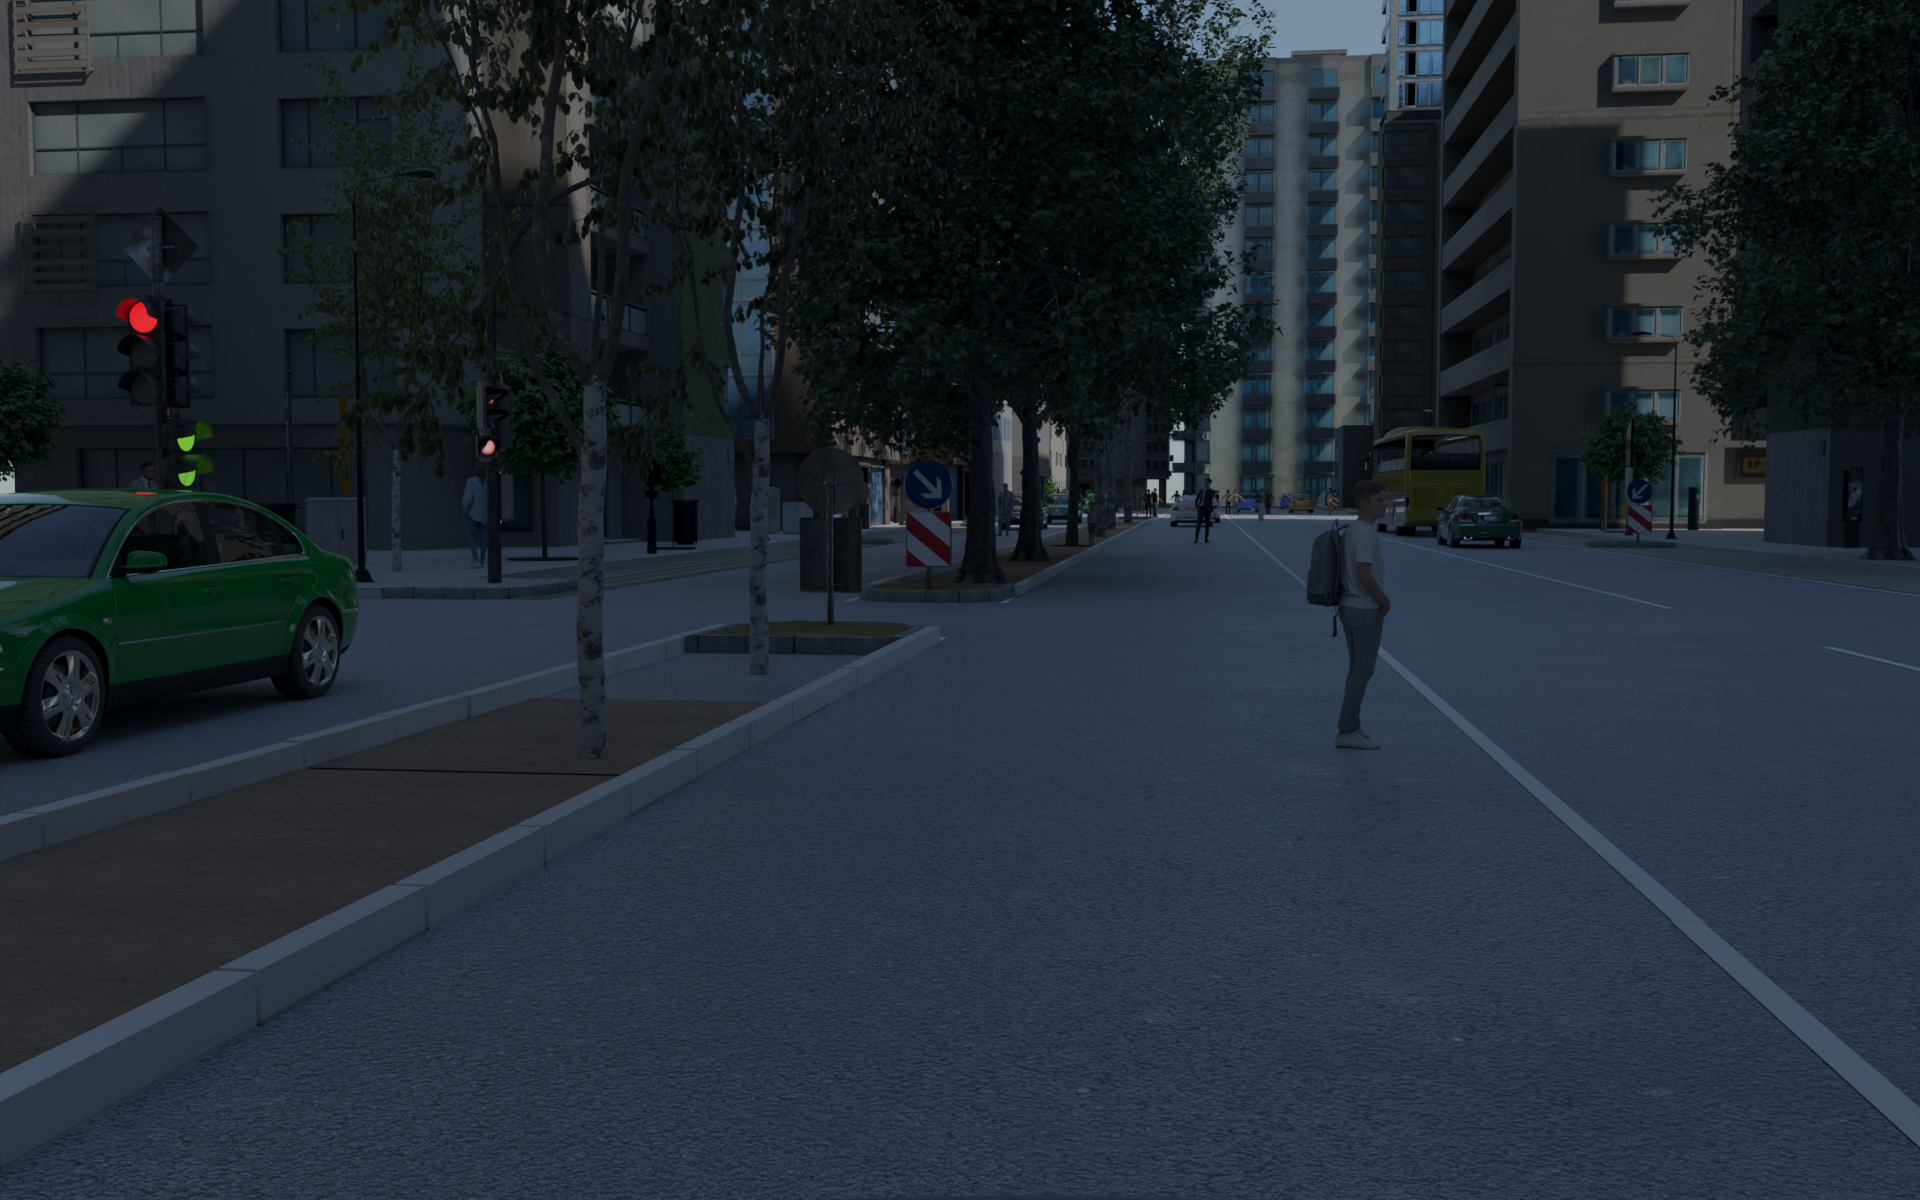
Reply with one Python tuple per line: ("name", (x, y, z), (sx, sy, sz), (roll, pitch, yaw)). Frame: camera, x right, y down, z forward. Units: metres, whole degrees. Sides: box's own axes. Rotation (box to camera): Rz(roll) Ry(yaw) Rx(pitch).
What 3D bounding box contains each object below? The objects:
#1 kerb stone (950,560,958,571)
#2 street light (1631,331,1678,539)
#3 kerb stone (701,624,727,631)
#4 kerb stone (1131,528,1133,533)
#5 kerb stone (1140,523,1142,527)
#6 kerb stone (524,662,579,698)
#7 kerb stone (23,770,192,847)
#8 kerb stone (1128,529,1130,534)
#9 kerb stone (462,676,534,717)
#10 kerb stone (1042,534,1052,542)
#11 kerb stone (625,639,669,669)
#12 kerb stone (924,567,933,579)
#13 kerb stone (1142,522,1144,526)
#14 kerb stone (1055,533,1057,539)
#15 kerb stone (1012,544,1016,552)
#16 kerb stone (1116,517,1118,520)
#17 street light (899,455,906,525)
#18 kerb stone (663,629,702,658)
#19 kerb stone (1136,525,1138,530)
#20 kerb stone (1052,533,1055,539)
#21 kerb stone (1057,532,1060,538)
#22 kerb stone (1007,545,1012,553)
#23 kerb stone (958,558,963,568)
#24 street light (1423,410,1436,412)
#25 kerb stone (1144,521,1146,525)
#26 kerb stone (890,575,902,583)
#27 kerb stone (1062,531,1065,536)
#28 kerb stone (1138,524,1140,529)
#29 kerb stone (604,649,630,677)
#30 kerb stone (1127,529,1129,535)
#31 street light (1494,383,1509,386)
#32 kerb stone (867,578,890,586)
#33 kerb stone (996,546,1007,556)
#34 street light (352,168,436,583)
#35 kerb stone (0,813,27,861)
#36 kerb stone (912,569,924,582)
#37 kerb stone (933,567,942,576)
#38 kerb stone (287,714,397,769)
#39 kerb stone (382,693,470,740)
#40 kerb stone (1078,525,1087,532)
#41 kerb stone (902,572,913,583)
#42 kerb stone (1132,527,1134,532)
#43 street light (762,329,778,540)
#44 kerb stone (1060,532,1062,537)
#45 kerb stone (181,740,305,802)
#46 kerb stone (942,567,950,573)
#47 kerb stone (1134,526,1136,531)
("kerb stone", (-0.212, -0.623, 32.389), (0.120, 0.150, 1.000), (0, 4, 8))
("street light", (19.792, -4.701, 49.399), (1.470, 5.913, 1.316), (0, 4, 8))
("kerb stone", (-2.398, 0.342, 16.618), (0.120, 0.150, 1.000), (0, 4, 8))
("kerb stone", (5.966, -2.406, 61.540), (0.120, 0.150, 1.000), (0, 4, 8))
("kerb stone", (7.234, -2.966, 70.689), (0.120, 0.150, 1.000), (0, 4, 8))
("kerb stone", (-2.974, 0.589, 12.562), (0.120, 0.150, 1.000), (0, 4, 8))
("kerb stone", (-3.675, 0.900, 7.481), (0.120, 0.150, 1.000), (0, 4, 8))
("kerb stone", (5.685, -2.282, 59.506), (0.120, 0.150, 1.000), (0, 4, 8))
("kerb stone", (-3.107, 0.651, 11.547), (0.120, 0.150, 1.000), (0, 4, 8))
("kerb stone", (2.610, -1.857, 52.679), (0.120, 0.150, 1.000), (0, 4, 8))
("kerb stone", (-2.689, 0.465, 14.595), (0.120, 0.150, 1.000), (0, 4, 8))
("kerb stone", (-0.628, -0.437, 29.342), (0.120, 0.150, 1.000), (0, 4, 8))
("kerb stone", (7.521, -3.090, 72.713), (0.120, 0.150, 1.000), (0, 4, 8))
("kerb stone", (2.896, -1.989, 54.708), (0.120, 0.150, 1.000), (0, 4, 8))
("kerb stone", (1.201, -1.244, 42.537), (0.120, 0.150, 1.000), (0, 4, 8))
("kerb stone", (8.824, -4.595, 97.366), (0.120, 0.150, 1.000), (0, 4, 8))
("street light", (-1.821, -5.998, 70.602), (1.470, 5.913, 1.316), (0, 4, 8))
("kerb stone", (-2.547, 0.403, 15.607), (0.120, 0.150, 1.000), (0, 4, 8))
("kerb stone", (6.670, -2.717, 66.621), (0.120, 0.150, 1.000), (0, 4, 8))
("kerb stone", (2.761, -1.926, 53.689), (0.120, 0.150, 1.000), (0, 4, 8))
("kerb stone", (3.039, -2.050, 55.728), (0.120, 0.150, 1.000), (0, 4, 8))
("kerb stone", (1.062, -1.182, 41.522), (0.120, 0.150, 1.000), (0, 4, 8))
("kerb stone", (-0.069, -0.684, 33.407), (0.120, 0.150, 1.000), (0, 4, 8))
("street light", (26.201, -7.526, 95.587), (1.470, 5.913, 1.316), (0, 4, 8))
("kerb stone", (7.944, -3.276, 75.758), (0.120, 0.150, 1.000), (0, 4, 8))
("kerb stone", (-1.062, -0.250, 26.289), (0.120, 0.150, 1.000), (0, 4, 8))
("kerb stone", (3.322, -2.172, 57.754), (0.120, 0.150, 1.000), (0, 4, 8))
("kerb stone", (6.956, -2.841, 68.651), (0.120, 0.150, 1.000), (0, 4, 8))
("kerb stone", (-2.827, 0.527, 13.583), (0.120, 0.150, 1.000), (0, 4, 8))
("kerb stone", (5.544, -2.219, 58.494), (0.120, 0.150, 1.000), (0, 4, 8))
("street light", (23.099, -6.131, 72.779), (1.470, 5.913, 1.316), (0, 4, 8))
("kerb stone", (-1.202, -0.188, 25.276), (0.120, 0.150, 1.000), (0, 4, 8))
("kerb stone", (0.925, -1.120, 40.504), (0.120, 0.150, 1.000), (0, 4, 8))
("street light", (-8.170, -3.205, 24.944), (1.470, 5.913, 1.316), (0, 4, 8))
("kerb stone", (-3.818, 0.963, 6.469), (0.120, 0.150, 1.000), (0, 4, 8))
("kerb stone", (-0.775, -0.371, 28.330), (0.120, 0.150, 1.000), (0, 4, 8))
("kerb stone", (-0.491, -0.499, 30.356), (0.120, 0.150, 1.000), (0, 4, 8))
("kerb stone", (-3.392, 0.776, 9.510), (0.120, 0.150, 1.000), (0, 4, 8))
("kerb stone", (-3.263, 0.713, 10.537), (0.120, 0.150, 1.000), (0, 4, 8))
("kerb stone", (4.873, -2.854, 68.909), (0.120, 0.150, 1.000), (0, 4, 8))
("kerb stone", (-0.918, -0.303, 27.311), (0.120, 0.150, 1.000), (0, 4, 8))
("kerb stone", (6.104, -2.469, 62.559), (0.120, 0.150, 1.000), (0, 4, 8))
("street light", (-4.901, -4.599, 47.729), (1.470, 5.913, 1.316), (0, 4, 8))
("kerb stone", (3.171, -2.109, 56.743), (0.120, 0.150, 1.000), (0, 4, 8))
("kerb stone", (-3.539, 0.846, 8.499), (0.120, 0.150, 1.000), (0, 4, 8))
("kerb stone", (-0.350, -0.562, 31.376), (0.120, 0.150, 1.000), (0, 4, 8))
("kerb stone", (6.393, -2.592, 64.584), (0.120, 0.150, 1.000), (0, 4, 8))
